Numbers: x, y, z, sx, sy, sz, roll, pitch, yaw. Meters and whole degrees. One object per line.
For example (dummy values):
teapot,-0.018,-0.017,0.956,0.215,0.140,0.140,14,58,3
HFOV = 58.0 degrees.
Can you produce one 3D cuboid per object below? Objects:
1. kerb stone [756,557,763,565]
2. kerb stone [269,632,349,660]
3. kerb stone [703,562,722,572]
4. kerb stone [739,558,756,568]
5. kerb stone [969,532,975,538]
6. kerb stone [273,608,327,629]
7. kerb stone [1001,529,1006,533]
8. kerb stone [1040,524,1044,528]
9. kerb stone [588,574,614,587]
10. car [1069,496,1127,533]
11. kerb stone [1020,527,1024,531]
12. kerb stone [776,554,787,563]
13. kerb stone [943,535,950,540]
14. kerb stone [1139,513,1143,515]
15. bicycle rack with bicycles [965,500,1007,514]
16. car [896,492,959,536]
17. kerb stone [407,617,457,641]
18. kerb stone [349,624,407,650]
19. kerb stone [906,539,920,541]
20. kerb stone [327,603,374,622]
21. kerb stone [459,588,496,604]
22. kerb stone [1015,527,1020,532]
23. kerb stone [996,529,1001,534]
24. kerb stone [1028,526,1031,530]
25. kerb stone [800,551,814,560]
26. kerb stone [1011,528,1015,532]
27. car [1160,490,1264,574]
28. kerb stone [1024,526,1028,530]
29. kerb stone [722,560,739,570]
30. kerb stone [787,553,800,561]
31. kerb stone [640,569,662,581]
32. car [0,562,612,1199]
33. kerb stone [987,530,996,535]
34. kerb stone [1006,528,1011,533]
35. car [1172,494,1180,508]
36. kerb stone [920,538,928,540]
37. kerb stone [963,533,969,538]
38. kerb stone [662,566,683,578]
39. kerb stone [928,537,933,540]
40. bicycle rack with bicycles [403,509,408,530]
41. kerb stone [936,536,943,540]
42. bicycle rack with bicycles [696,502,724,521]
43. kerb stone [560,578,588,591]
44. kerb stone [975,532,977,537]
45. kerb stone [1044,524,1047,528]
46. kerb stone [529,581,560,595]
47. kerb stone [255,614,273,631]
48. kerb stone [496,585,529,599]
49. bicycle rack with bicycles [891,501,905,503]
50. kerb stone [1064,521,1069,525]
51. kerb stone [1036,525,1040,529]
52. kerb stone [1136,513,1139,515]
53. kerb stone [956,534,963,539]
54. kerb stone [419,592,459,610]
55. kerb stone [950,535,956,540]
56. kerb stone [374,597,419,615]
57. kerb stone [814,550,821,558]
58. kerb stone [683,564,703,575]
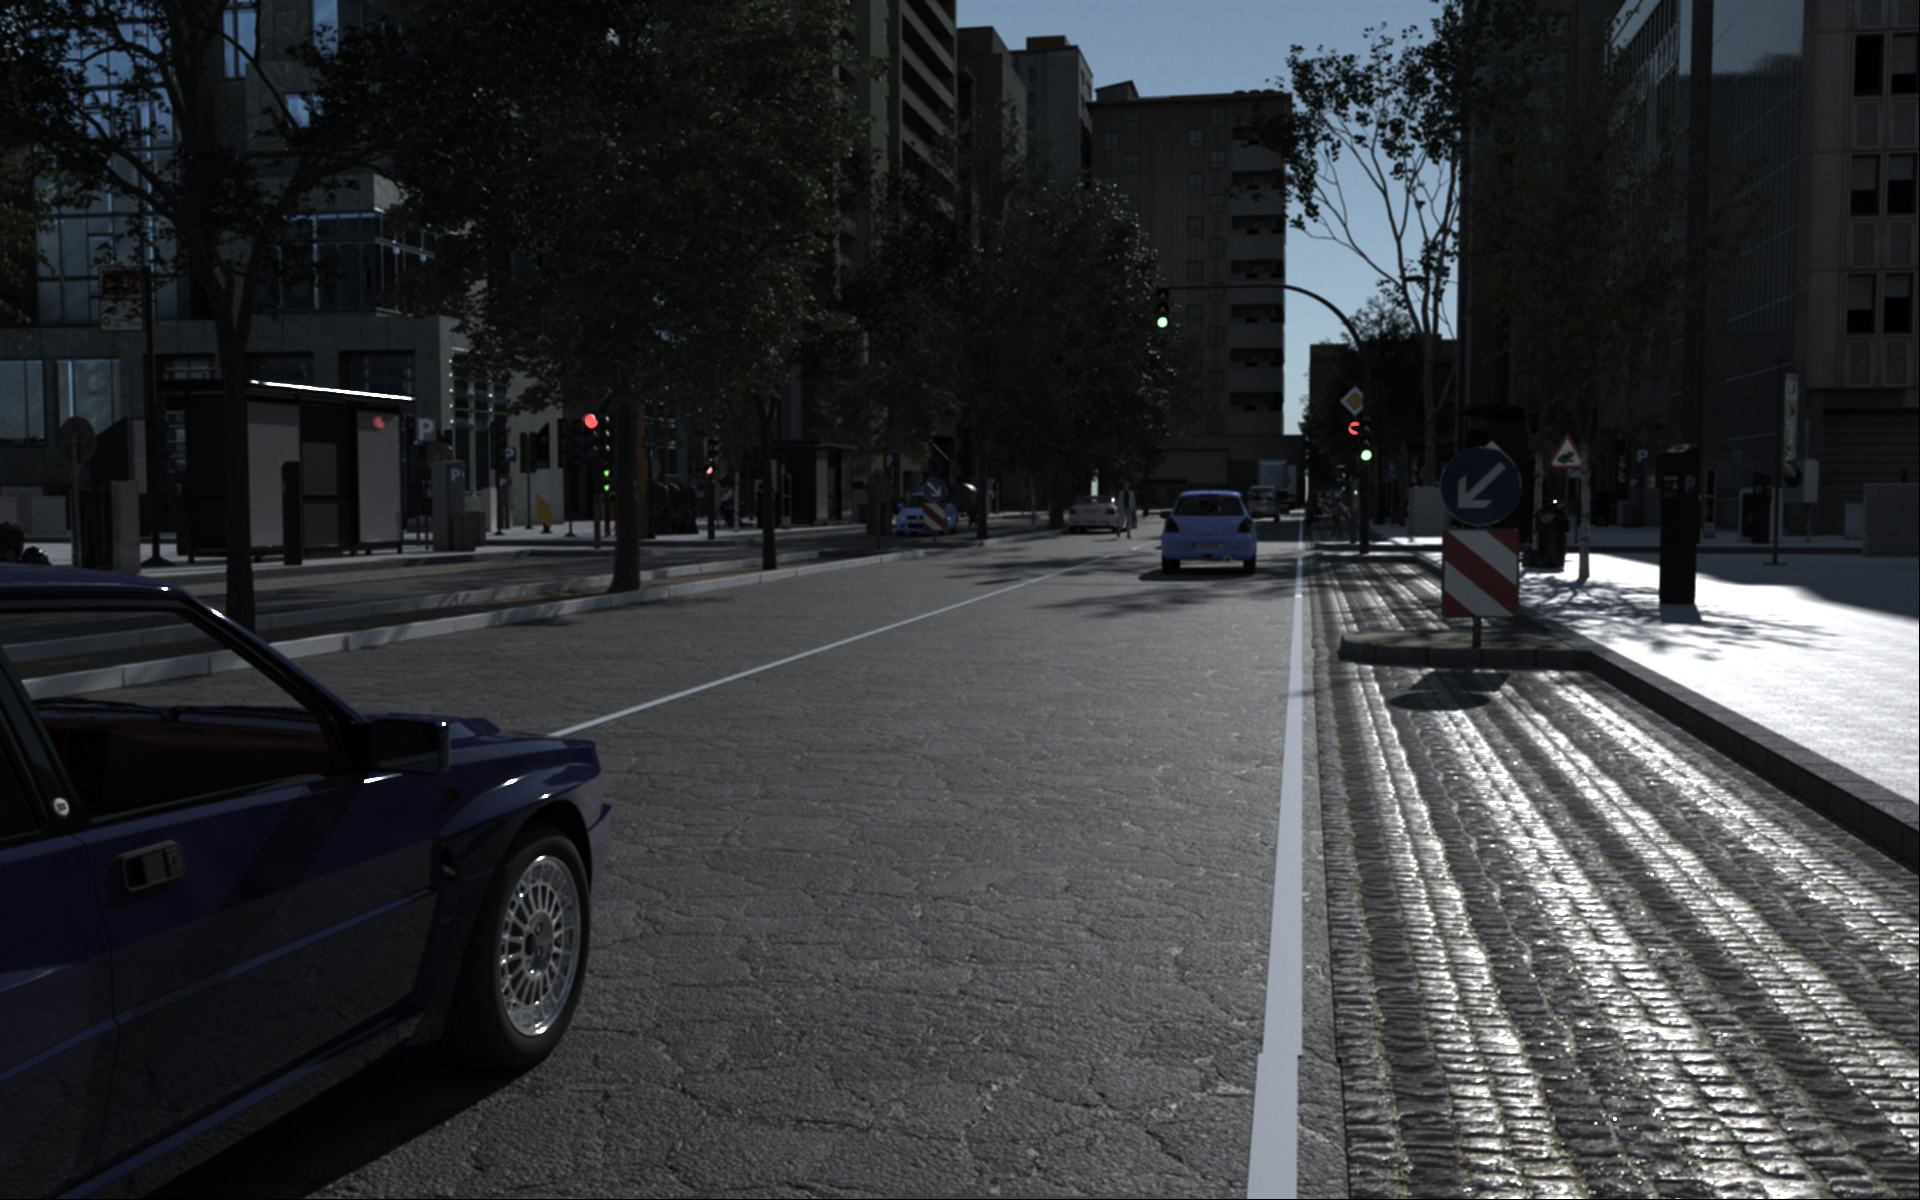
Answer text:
kerb stone,-4.050,-0.767,34.840,0.120,0.150,1.000,1,4,11
kerb stone,-5.769,0.418,15.357,0.120,0.150,1.000,1,4,11
kerb stone,-4.641,-0.587,31.828,0.120,0.150,1.000,1,4,11
kerb stone,-4.246,-0.706,33.834,0.120,0.150,1.000,1,4,11
kerb stone,0.247,-2.100,56.559,0.120,0.150,1.000,1,4,11
kerb stone,-7.223,0.211,18.761,0.120,0.150,1.000,1,4,11
kerb stone,1.431,-2.470,62.581,0.120,0.150,1.000,1,4,11
kerb stone,3.223,-3.017,71.624,0.120,0.150,1.000,1,4,11
kerb stone,-5.638,-0.275,26.807,0.120,0.150,1.000,1,4,11
car,5.185,-3.199,64.668,2.083,1.381,4.827,1,4,11
kerb stone,2.230,-2.713,66.608,0.120,0.150,1.000,1,4,11
kerb stone,-3.847,-0.829,35.844,0.120,0.150,1.000,1,4,11
kerb stone,-0.553,-1.855,52.529,0.120,0.150,1.000,1,4,11
kerb stone,12.175,-5.788,116.880,0.120,0.150,1.000,1,4,11
bicycle rack with bicycles,1.651,-6.109,113.258,2.925,0.926,2.852,-1,4,-16
car,-1.126,-3.083,59.992,1.945,1.707,3.694,1,4,9
kerb stone,-5.361,0.295,17.364,0.120,0.150,1.000,1,4,11
kerb stone,-5.555,0.357,16.357,0.120,0.150,1.000,1,4,11
kerb stone,-1.350,-1.606,48.501,0.120,0.150,1.000,1,4,11
kerb stone,-7.033,0.148,19.772,0.120,0.150,1.000,1,4,11
kerb stone,-6.429,-0.037,22.794,0.120,0.150,1.000,1,4,11
kerb stone,2.027,-2.655,65.599,0.120,0.150,1.000,1,4,11
kerb stone,1.237,-2.402,61.577,0.120,0.150,1.000,1,4,11
kerb stone,2.627,-2.839,68.615,0.120,0.150,1.000,1,4,11
kerb stone,-3.452,-0.957,37.854,0.120,0.150,1.000,1,4,11
kerb stone,1.832,-2.587,64.596,0.120,0.150,1.000,1,4,11
car,4.677,-1.388,32.279,1.945,1.707,3.694,1,4,10
kerb stone,2.433,-2.778,67.611,0.120,0.150,1.000,1,4,11
kerb stone,-4.448,-0.651,32.832,0.120,0.150,1.000,1,4,11
kerb stone,-3.651,-0.896,36.847,0.120,0.150,1.000,1,4,11
kerb stone,-5.240,-0.405,28.811,0.120,0.150,1.000,1,4,11
car,-2.134,0.564,3.361,1.945,1.354,3.894,1,4,13
kerb stone,1.039,-2.347,60.574,0.120,0.150,1.000,1,4,11
kerb stone,1.641,-2.532,63.591,0.120,0.150,1.000,1,4,11
car,23.499,-10.685,183.491,1.959,1.807,4.718,1,4,10
kerb stone,-1.150,-1.671,49.517,0.120,0.150,1.000,1,4,11
kerb stone,0.047,-2.038,55.556,0.120,0.150,1.000,1,4,11
kerb stone,-5.046,-0.462,29.818,0.120,0.150,1.000,1,4,11
kerb stone,-0.951,-1.727,50.520,0.120,0.150,1.000,1,4,11
bicycle rack with bicycles,-20.925,-2.922,61.149,2.925,0.926,2.852,1,4,20
kerb stone,-0.751,-1.794,51.524,0.120,0.150,1.000,1,4,11
bicycle rack with bicycles,-12.292,-4.224,82.451,2.852,0.926,2.925,-2,4,-26
kerb stone,-5.833,-0.221,25.802,0.120,0.150,1.000,1,4,11
kerb stone,0.439,-2.163,57.563,0.120,0.150,1.000,1,4,11
kerb stone,3.428,-3.084,72.630,0.120,0.150,1.000,1,4,11
kerb stone,-6.032,-0.156,24.799,0.120,0.150,1.000,1,4,11
kerb stone,-7.422,0.271,17.758,0.120,0.150,1.000,1,4,11
kerb stone,-6.233,-0.098,23.797,0.120,0.150,1.000,1,4,11
bicycle rack with bicycles,-3.391,-4.461,86.320,2.852,0.926,2.925,0,4,-4
kerb stone,5.010,-3.578,80.688,0.120,0.150,1.000,1,4,11
kerb stone,3.023,-2.962,70.621,0.120,0.150,1.000,1,4,11
kerb stone,11.371,-5.542,112.855,0.120,0.150,1.000,1,4,11
kerb stone,-0.146,-1.979,54.549,0.120,0.150,1.000,1,4,11
kerb stone,-6.633,0.025,21.793,0.120,0.150,1.000,1,4,11
kerb stone,-0.347,-1.912,53.540,0.120,0.150,1.000,1,4,11
kerb stone,-6.828,0.093,20.775,0.120,0.150,1.000,1,4,11
kerb stone,-3.252,-1.015,38.856,0.120,0.150,1.000,1,4,11
kerb stone,-4.846,-0.527,30.823,0.120,0.150,1.000,1,4,11
